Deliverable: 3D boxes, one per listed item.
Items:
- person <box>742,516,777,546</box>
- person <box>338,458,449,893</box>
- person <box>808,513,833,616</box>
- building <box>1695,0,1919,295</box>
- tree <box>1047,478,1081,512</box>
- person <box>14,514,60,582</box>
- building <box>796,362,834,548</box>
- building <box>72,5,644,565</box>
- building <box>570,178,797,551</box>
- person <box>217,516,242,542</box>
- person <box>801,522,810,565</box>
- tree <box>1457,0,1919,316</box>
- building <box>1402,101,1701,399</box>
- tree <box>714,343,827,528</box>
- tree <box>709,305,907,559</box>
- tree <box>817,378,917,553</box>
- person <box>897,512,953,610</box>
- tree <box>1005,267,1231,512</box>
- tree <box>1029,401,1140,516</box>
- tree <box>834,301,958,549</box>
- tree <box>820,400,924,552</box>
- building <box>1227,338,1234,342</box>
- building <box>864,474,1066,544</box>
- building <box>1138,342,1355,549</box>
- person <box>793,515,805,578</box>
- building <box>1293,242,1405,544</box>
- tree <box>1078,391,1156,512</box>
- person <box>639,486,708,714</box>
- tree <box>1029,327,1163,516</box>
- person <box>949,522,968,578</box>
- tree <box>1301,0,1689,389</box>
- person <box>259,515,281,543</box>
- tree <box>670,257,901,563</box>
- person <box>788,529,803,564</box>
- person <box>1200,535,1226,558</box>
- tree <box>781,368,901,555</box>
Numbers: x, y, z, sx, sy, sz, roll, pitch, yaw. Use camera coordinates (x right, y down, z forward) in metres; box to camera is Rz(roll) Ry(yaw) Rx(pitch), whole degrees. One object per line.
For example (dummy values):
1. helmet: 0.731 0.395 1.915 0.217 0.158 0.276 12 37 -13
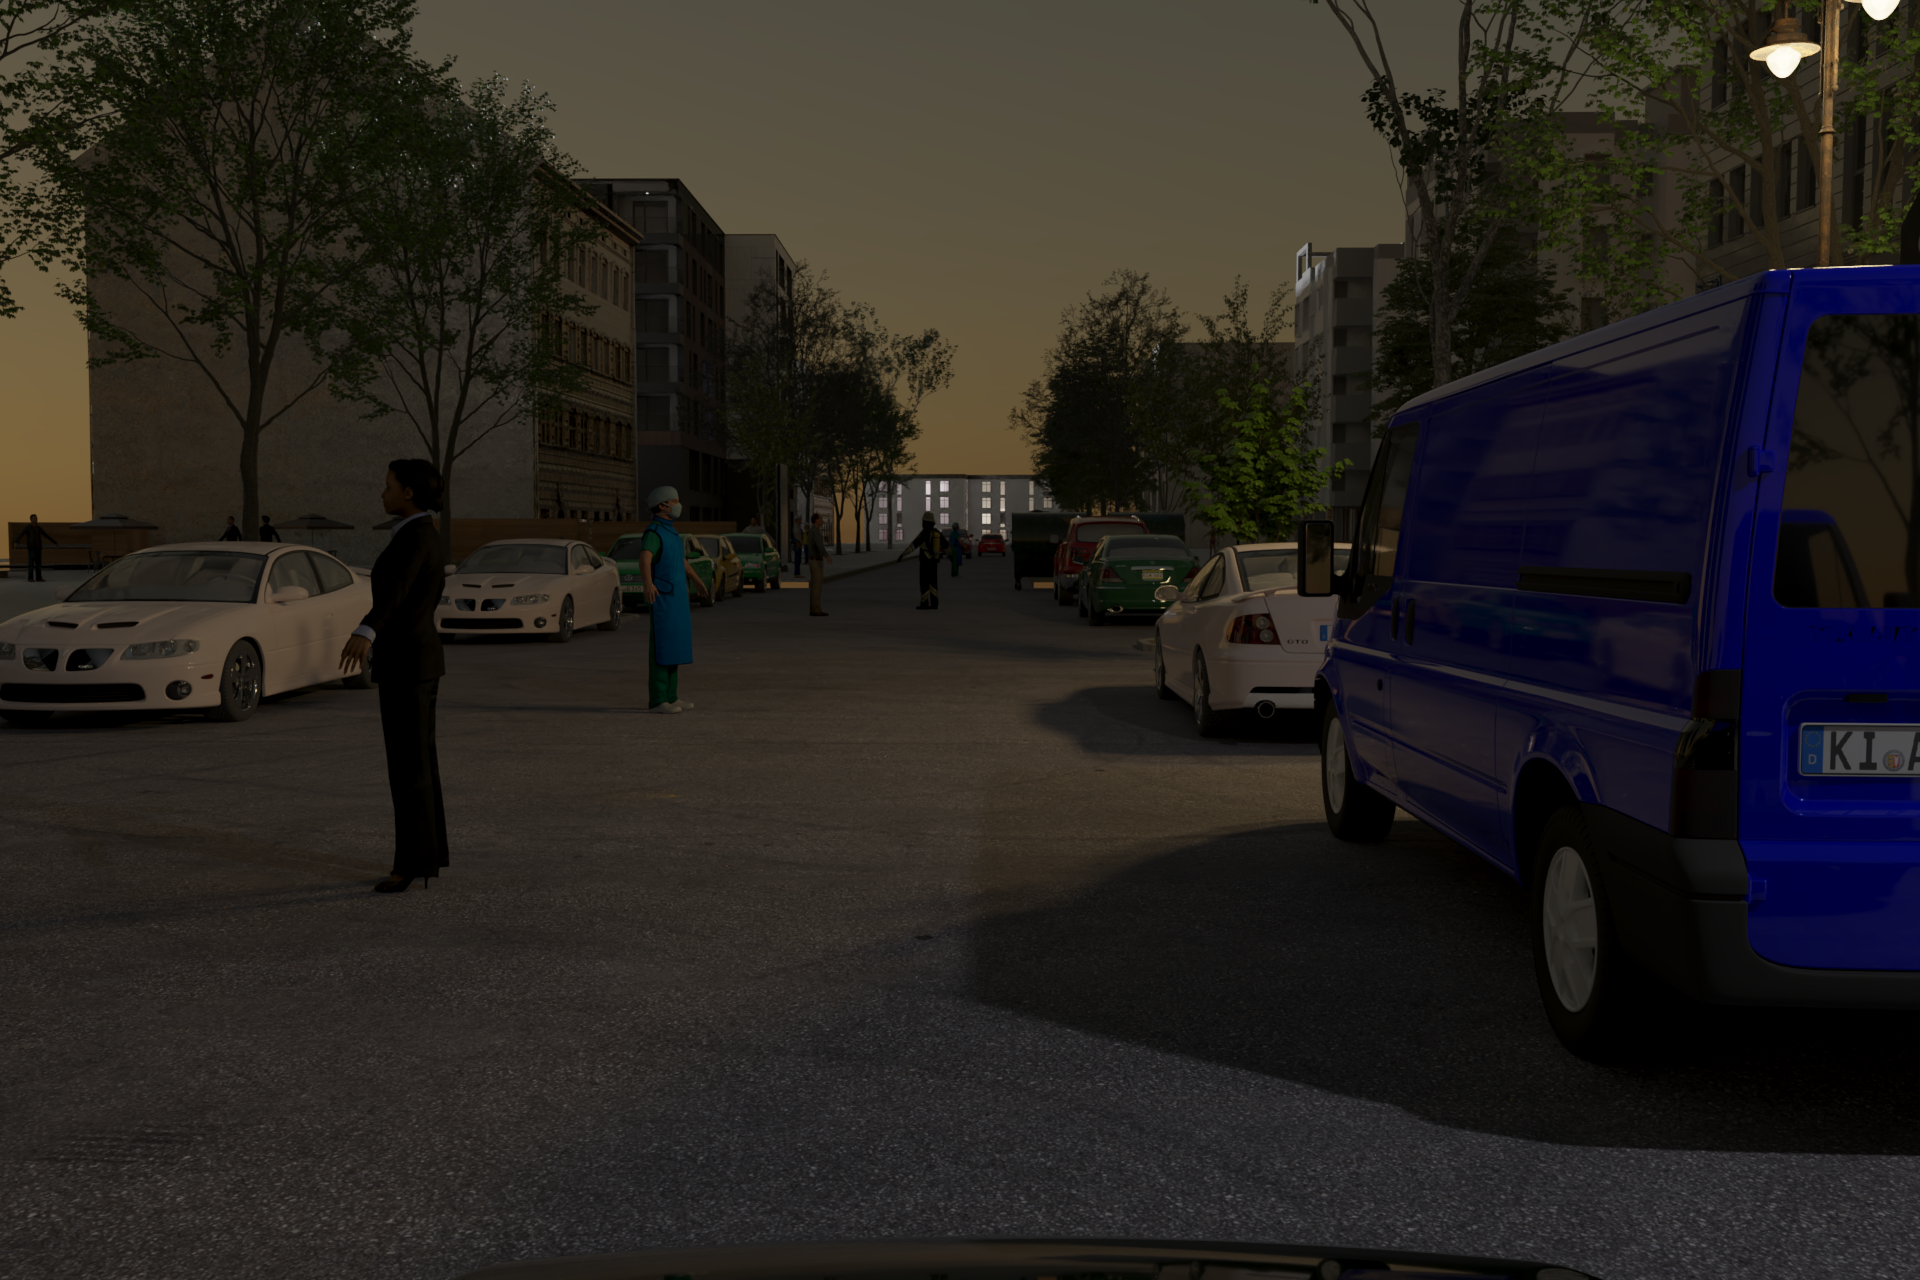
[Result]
1. person: -5.988 -2.700 50.329 1.347 1.806 0.705 0 4 -5
2. person: -2.310 0.131 7.043 0.721 1.740 1.216 0 4 -6
3. person: -2.487 -1.321 30.334 0.705 1.796 1.348 -1 4 -17
4. building: 26.349 -15.765 35.244 11.434 29.767 29.804 0 4 2
5. tree: 9.191 -11.824 143.691 4.737 8.622 4.395 0 3 0
6. person: -24.777 -2.467 46.405 0.705 1.821 1.348 2 4 25
7. building: -22.927 -20.981 173.964 19.493 23.208 18.063 0 4 2
8. building: -26.133 -15.198 79.421 19.493 23.208 18.063 0 4 2
9. building: -26.510 -16.648 116.164 27.936 21.610 32.646 0 4 0
10. person: -21.199 -2.699 50.352 1.346 1.802 0.704 3 4 36
11. person: -6.413 -3.980 71.538 0.721 1.772 1.216 -1 4 -22
12. tree: 9.257 -5.677 18.568 9.928 11.665 9.643 0 3 0
13. building: 26.413 -13.810 82.211 16.016 20.090 11.380 0 4 1
14. tree: -7.483 -7.185 67.841 4.737 8.622 4.395 0 3 0
15. tree: -7.957 -10.984 89.956 12.009 13.543 11.850 0 3 0
16. tree: -6.802 -11.624 115.809 9.928 11.665 9.643 0 3 0
17. person: -0.612 -1.508 32.891 1.354 1.856 0.705 -3 5 -42
18. tree: 7.305 -10.310 78.940 12.009 13.543 11.850 0 3 0
19. tree: 7.799 -10.625 108.137 7.601 10.594 8.767 0 4 -2
20. tree: -7.299 -17.591 143.496 12.611 20.169 13.585 0 3 0
21. tree: -6.661 -12.327 127.298 9.928 11.665 9.643 0 3 0
22. building: 30.704 -22.778 203.350 19.493 23.208 18.063 0 4 1
23. building: 1.076 -18.182 241.871 28.070 9.664 9.099 0 4 7
24. building: 26.910 -18.460 168.277 16.747 18.905 31.486 0 4 1
25. person: -4.681 -2.721 50.350 0.705 1.847 1.347 -1 4 -11
26. building: 27.116 -15.716 113.382 16.016 20.090 11.380 0 4 1
27. tree: 7.972 -8.498 89.304 4.360 8.622 3.978 0 3 0
28. person: -2.341 -0.328 13.941 0.704 1.817 1.347 1 4 9
29. tree: 7.558 -10.847 95.474 7.486 12.596 7.792 0 3 0
30. person: -0.113 -2.965 57.069 0.704 1.817 1.347 -2 4 -23
31. tree: 10.886 -10.852 33.322 12.611 20.169 13.585 0 3 0
32. person: -19.293 -2.564 48.103 0.705 1.806 1.347 1 4 21
33. tree: -7.700 -10.213 77.352 12.009 13.543 11.850 0 3 0
34. person: -7.036 -4.212 75.000 0.704 1.812 1.346 1 4 21
35. person: 12.172 -4.683 83.366 1.217 1.733 0.721 0 4 4
36. tree: -7.326 -10.965 105.026 9.928 11.665 9.643 0 3 0
